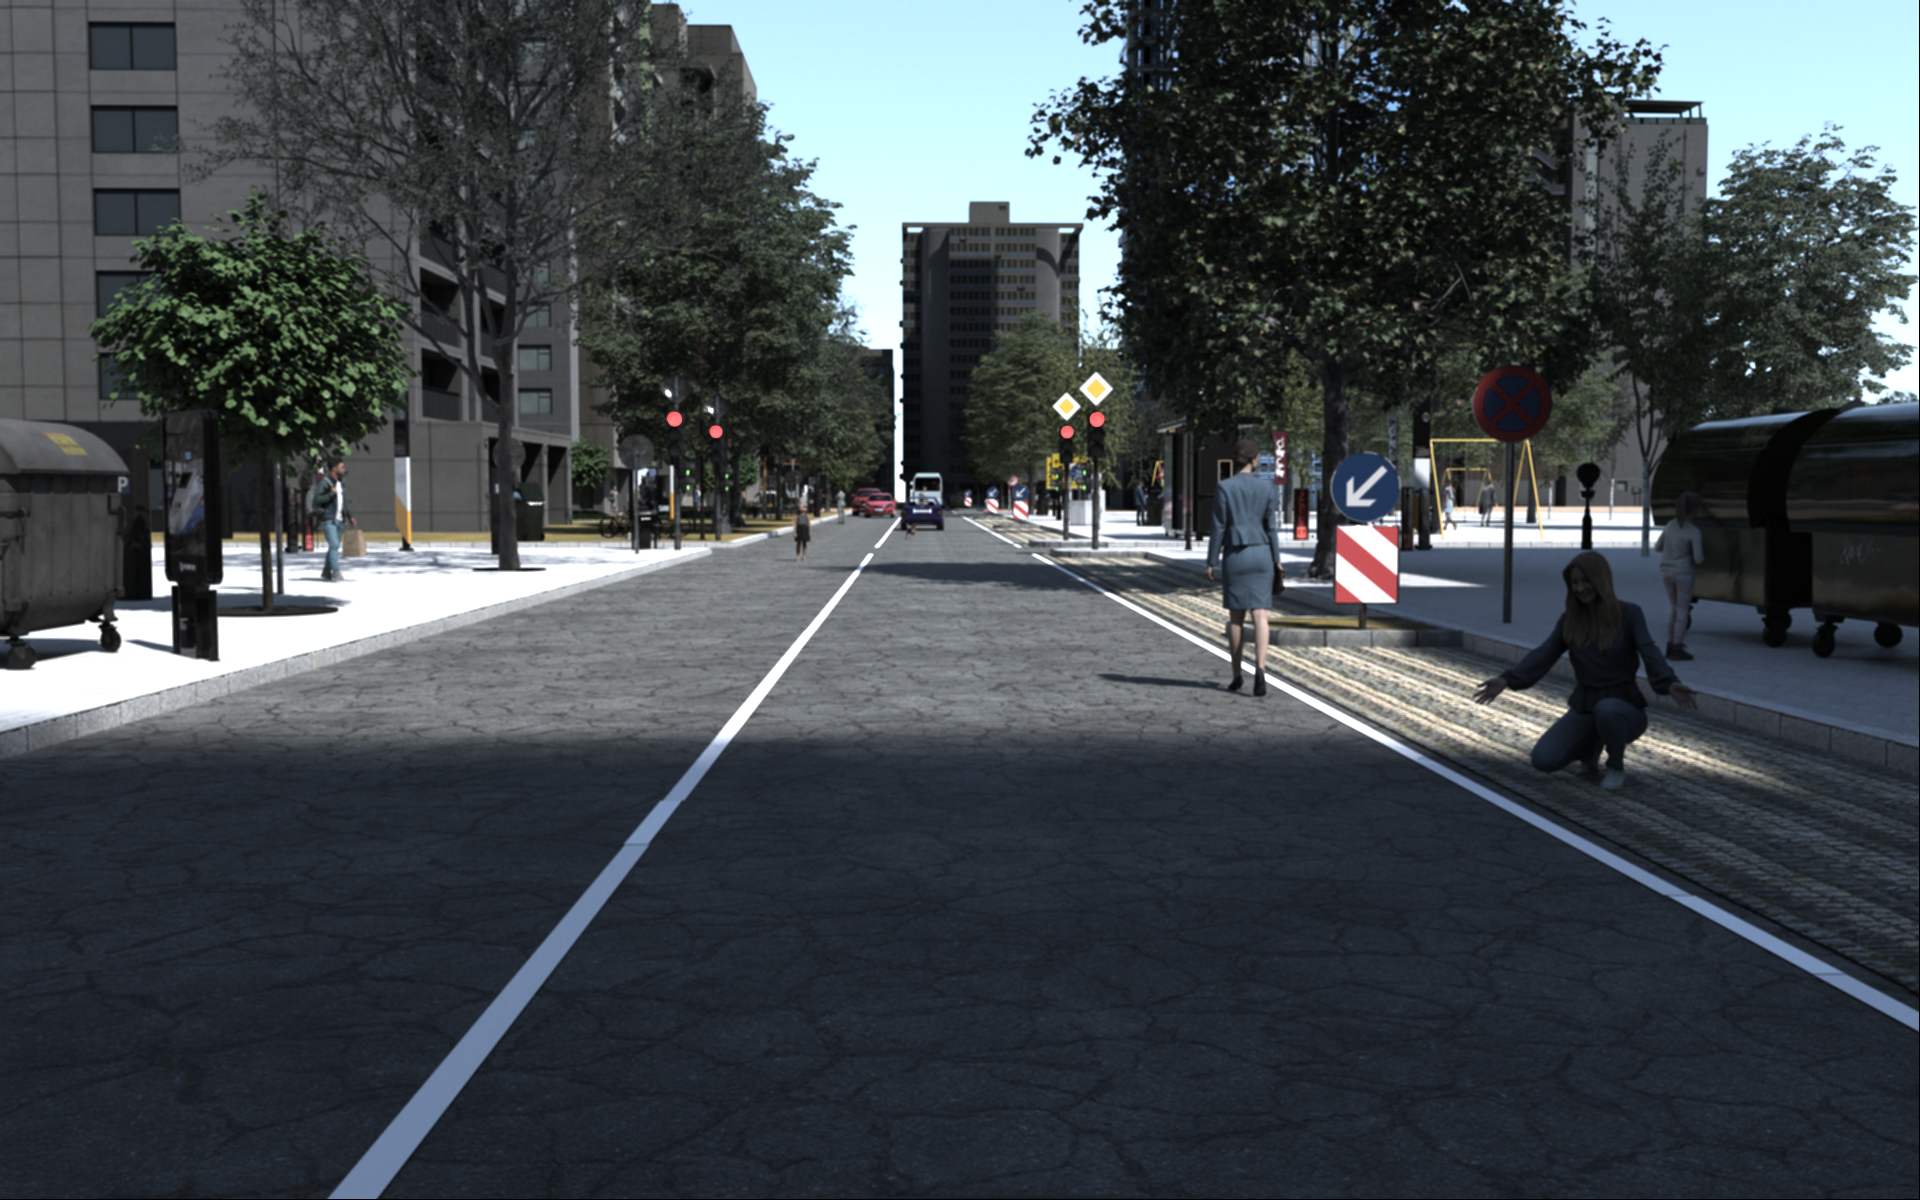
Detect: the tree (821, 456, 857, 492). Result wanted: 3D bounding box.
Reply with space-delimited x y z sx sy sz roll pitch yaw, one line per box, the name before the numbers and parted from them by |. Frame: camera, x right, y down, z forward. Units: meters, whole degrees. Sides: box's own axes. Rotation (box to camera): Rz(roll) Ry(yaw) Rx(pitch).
tree | -10.367 -10.068 148.321 4.285 4.588 4.351 0 3 0

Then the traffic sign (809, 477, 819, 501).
traffic sign | -8.689 -6.173 103.055 0.606 2.300 0.079 0 4 6

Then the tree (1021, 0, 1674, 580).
tree | 5.726 -6.681 26.240 9.611 12.733 9.660 0 3 0

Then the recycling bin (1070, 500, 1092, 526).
recycling bin | 4.900 -3.507 69.887 0.722 1.027 0.722 2 4 27

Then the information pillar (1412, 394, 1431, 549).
information pillar | 10.737 -2.993 40.293 0.504 3.616 0.183 -2 4 -29

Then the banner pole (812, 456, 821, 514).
banner pole | -9.357 -7.554 113.518 0.401 3.779 0.863 -3 5 -45

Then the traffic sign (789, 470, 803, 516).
traffic sign | -8.669 -5.590 91.497 0.768 2.556 0.104 0 4 0

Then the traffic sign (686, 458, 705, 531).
traffic sign | -9.348 -3.719 60.910 0.768 2.556 0.104 0 4 0

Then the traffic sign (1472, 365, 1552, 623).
traffic sign | 5.452 -1.044 17.181 0.768 2.556 0.104 1 4 8

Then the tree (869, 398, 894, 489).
tree | -11.144 -15.831 175.837 9.611 12.733 9.660 0 3 0

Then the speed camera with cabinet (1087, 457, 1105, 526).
speed camera with cabinet | 5.626 -4.721 71.531 0.660 3.252 2.038 0 4 -1

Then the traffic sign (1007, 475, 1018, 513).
traffic sign | 3.475 -6.989 114.380 0.768 2.556 0.104 0 4 1

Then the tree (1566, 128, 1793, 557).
tree | 14.148 -5.184 35.113 4.737 8.622 4.395 0 3 0

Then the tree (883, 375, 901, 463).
tree | -10.029 -15.431 158.956 9.857 13.997 8.962 0 3 0

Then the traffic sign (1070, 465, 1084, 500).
traffic sign | 5.077 -4.525 74.096 0.768 2.556 0.104 0 4 5

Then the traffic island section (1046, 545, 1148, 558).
traffic island section | 3.141 -1.081 39.954 2.009 0.180 2.903 0 4 -1

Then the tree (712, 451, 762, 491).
tree | -14.738 -7.997 114.456 4.285 4.588 4.351 0 3 0

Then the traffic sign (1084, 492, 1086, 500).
traffic sign | 6.419 -5.430 88.884 0.768 2.556 0.104 0 4 8

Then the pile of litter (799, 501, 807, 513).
pile of litter | -10.693 -6.353 117.838 1.176 0.858 1.719 -1 4 -17

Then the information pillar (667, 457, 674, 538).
information pillar | -8.376 -3.599 50.195 0.183 3.616 0.504 -1 4 -16

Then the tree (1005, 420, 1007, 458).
tree | 5.393 -8.017 81.437 4.737 8.622 4.395 0 3 0

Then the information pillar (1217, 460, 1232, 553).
information pillar | 5.730 -2.021 37.528 0.304 2.012 0.304 0 4 5

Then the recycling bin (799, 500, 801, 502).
recycling bin | -11.536 -6.745 122.834 0.722 1.027 0.722 -1 4 -21

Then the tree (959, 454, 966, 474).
tree | 1.858 -15.151 198.086 4.737 8.622 4.395 0 3 0

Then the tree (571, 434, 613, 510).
tree | -20.677 -6.796 94.830 4.285 4.588 4.351 0 3 0

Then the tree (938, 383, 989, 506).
tree | 2.576 -17.058 189.275 12.009 13.543 11.850 0 3 0

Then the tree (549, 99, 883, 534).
tree | -7.787 -9.095 55.361 9.857 13.997 8.962 0 3 0

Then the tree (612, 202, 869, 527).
tree | -8.607 -9.158 66.738 9.611 12.733 9.660 0 3 0

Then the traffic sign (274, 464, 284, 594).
traffic sign | -8.718 -1.348 22.143 0.768 2.556 0.104 1 4 8

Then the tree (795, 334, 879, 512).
tree | -9.763 -12.456 121.779 7.486 12.596 7.792 0 3 0

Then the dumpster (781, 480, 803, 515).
dumpster | -10.190 -6.158 103.170 1.502 2.255 1.985 0 4 -1

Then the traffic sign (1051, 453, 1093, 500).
traffic sign | 5.627 -5.608 85.560 2.265 3.308 0.079 0 4 1

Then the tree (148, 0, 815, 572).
tree | -7.679 -7.226 28.511 12.009 13.543 11.850 0 3 0

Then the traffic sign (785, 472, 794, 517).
traffic sign | -9.577 -6.005 98.294 0.768 2.556 0.104 0 4 1

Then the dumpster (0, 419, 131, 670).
dumpster | -7.368 -0.459 13.263 1.264 1.857 1.865 0 4 -1

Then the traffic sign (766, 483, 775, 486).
traffic sign | -12.172 -6.766 110.727 0.768 2.556 0.104 0 4 1

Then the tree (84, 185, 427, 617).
tree | -7.546 -2.139 18.691 4.285 4.588 4.351 0 3 0

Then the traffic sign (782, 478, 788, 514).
traffic sign | -10.832 -6.652 108.766 0.884 2.594 0.081 0 4 8

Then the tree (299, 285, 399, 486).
tree | -19.475 -6.300 53.366 4.360 8.622 3.978 0 3 0

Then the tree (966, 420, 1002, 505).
tree | 3.655 -11.009 130.361 4.737 8.622 4.395 0 3 0

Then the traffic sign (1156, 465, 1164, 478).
traffic sign | 6.967 -3.520 57.560 0.884 2.594 0.081 1 4 8

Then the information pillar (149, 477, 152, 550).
information pillar | -18.279 -2.087 38.612 0.304 2.012 0.304 1 4 22

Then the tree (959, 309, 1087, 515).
tree | 4.717 -11.506 106.255 7.486 12.596 7.792 0 3 0

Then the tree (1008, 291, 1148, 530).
tree | 4.814 -6.818 61.830 4.737 8.622 4.395 0 3 0

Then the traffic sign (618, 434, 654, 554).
traffic sign | -6.920 -2.258 37.028 0.768 2.556 0.104 0 4 3

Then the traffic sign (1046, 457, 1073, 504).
traffic sign | 5.782 -6.126 94.035 2.265 3.308 0.079 0 4 1

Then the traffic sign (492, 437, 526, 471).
traffic sign | -10.119 -2.369 38.846 0.768 2.556 0.104 0 4 7

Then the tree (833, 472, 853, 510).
tree | -9.448 -9.089 143.199 1.663 3.219 1.824 0 3 0

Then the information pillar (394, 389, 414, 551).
information pillar | -12.543 -2.913 38.980 0.504 3.616 0.183 3 4 39

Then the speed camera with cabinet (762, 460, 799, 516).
speed camera with cabinet | -10.297 -6.422 99.339 2.038 3.252 0.660 0 4 2

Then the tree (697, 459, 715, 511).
tree | -13.586 -6.049 93.503 1.663 3.219 1.824 0 3 0

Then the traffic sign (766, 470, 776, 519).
traffic sign | -9.952 -5.539 90.662 0.768 2.556 0.104 0 4 7
